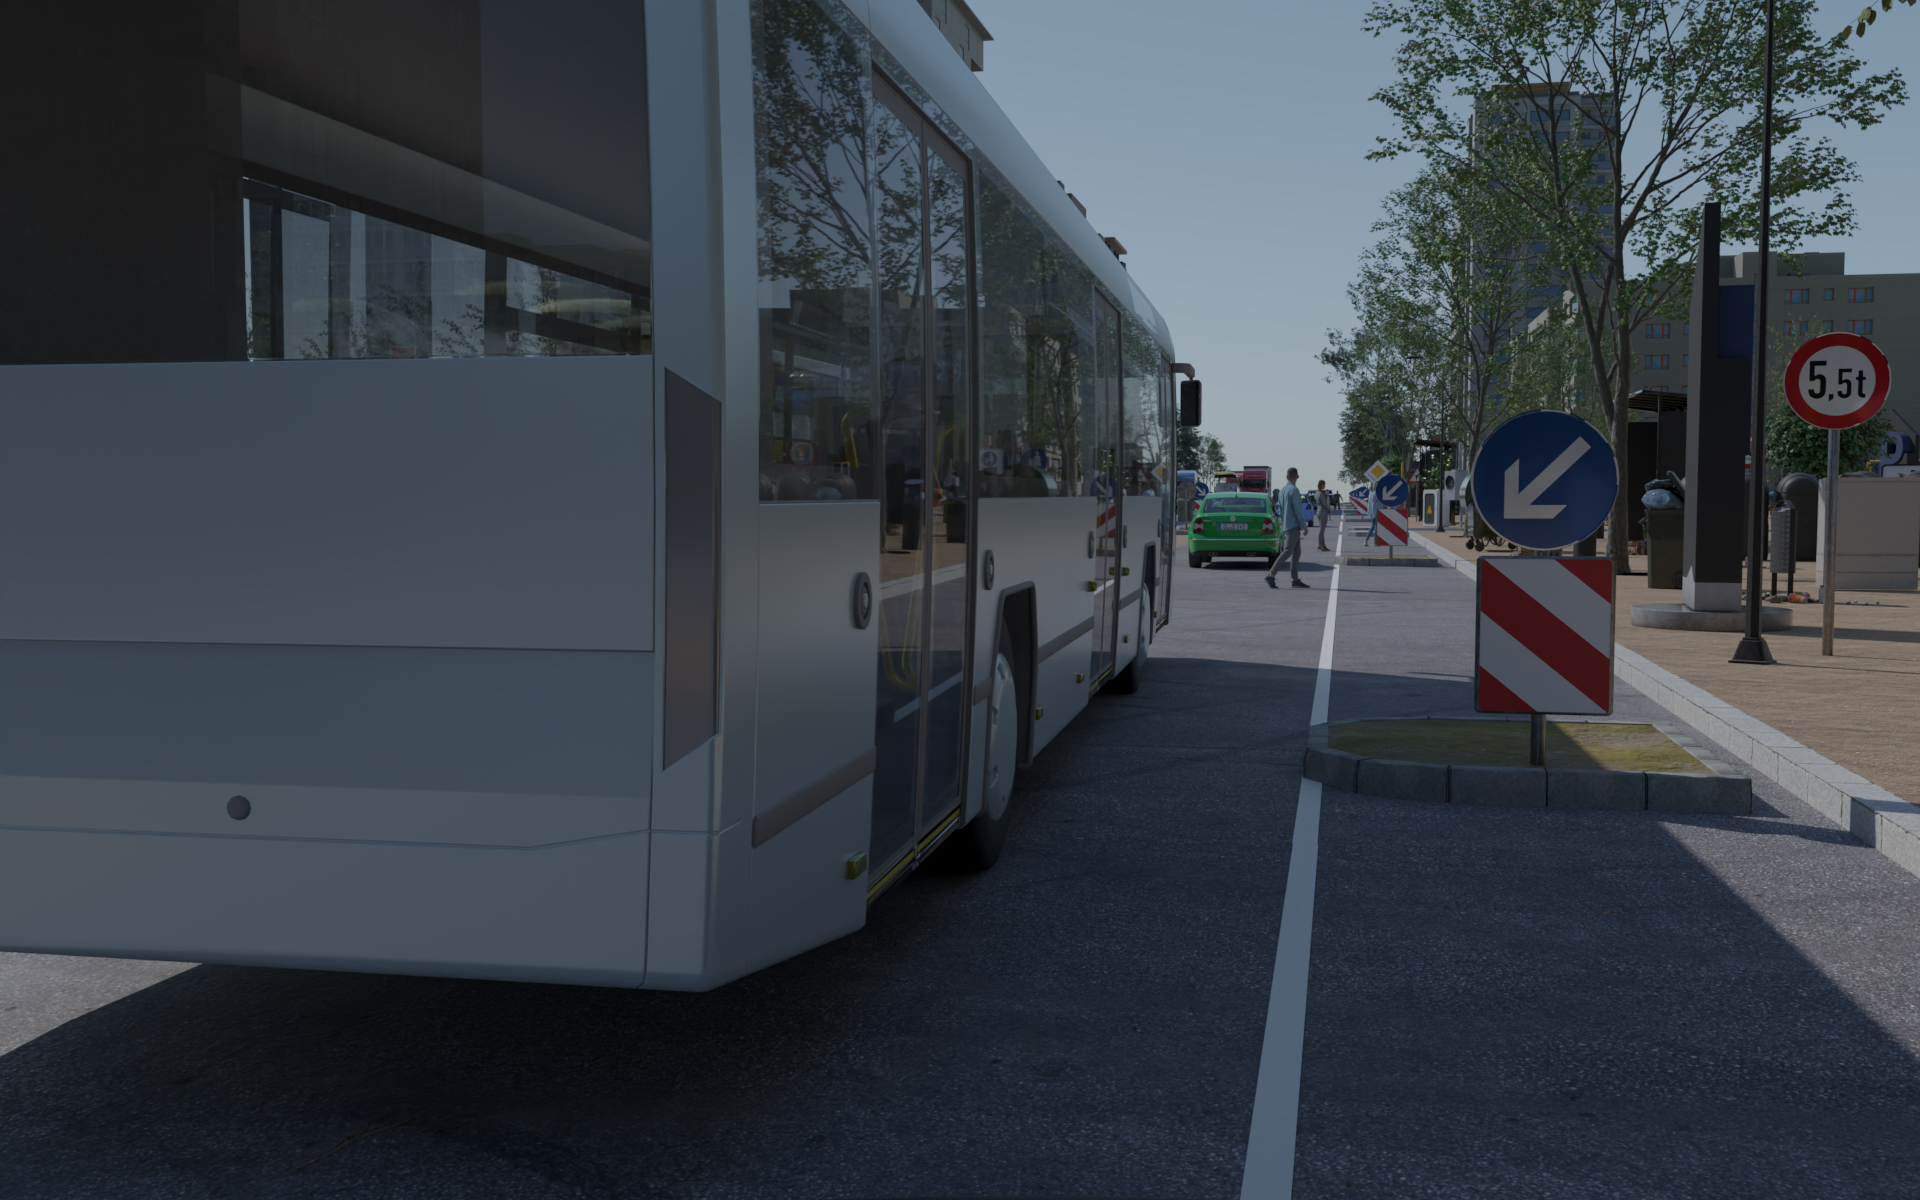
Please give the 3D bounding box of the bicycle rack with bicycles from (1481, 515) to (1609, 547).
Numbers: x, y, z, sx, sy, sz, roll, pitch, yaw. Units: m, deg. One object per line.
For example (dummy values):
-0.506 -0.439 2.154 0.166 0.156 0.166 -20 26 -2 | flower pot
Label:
13.826 -1.786 42.576 2.925 0.926 2.852 -2 4 -34 | bicycle rack with bicycles

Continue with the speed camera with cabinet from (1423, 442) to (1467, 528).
18.604 -4.412 66.475 0.660 3.252 2.038 -1 4 -20 | speed camera with cabinet

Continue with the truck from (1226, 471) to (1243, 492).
34.018 -13.647 212.037 2.839 4.237 11.283 1 4 13 | truck

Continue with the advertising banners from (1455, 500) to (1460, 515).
29.574 -6.640 104.755 0.090 3.025 2.074 -2 4 -25 | advertising banners

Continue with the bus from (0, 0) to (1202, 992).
-0.429 -0.920 9.898 2.948 3.499 13.247 1 4 11 | bus

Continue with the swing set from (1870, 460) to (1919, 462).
43.165 -4.986 79.146 3.119 2.851 2.862 3 5 43 | swing set

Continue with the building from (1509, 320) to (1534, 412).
72.900 -20.514 180.438 27.650 21.520 28.899 1 4 12 | building

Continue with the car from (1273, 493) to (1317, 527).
14.801 -4.102 76.653 1.945 1.707 3.694 1 4 12 | car

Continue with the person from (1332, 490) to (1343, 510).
33.750 -8.914 154.800 0.990 1.755 0.434 1 4 10 | person

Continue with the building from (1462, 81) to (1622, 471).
85.078 -43.571 254.391 21.231 58.520 28.212 1 4 12 | building

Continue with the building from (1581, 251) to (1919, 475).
66.642 -18.784 152.152 27.650 21.520 28.899 1 4 12 | building

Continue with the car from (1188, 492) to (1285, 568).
5.622 -1.597 34.913 1.959 1.807 4.718 1 4 12 | car

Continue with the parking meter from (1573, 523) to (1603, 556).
10.664 -1.292 29.539 0.372 1.533 0.369 0 3 0 | parking meter

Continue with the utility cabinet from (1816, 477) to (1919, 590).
12.062 -0.877 23.018 1.173 1.500 0.318 1 4 9 | utility cabinet

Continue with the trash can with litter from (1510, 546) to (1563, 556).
11.381 -1.379 33.938 1.055 1.170 0.624 -1 4 -10 | trash can with litter

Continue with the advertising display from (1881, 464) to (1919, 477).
20.251 -1.950 37.091 0.974 1.923 0.123 2 4 33 | advertising display

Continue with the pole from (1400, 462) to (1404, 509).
28.528 -7.206 111.667 0.158 3.312 0.155 0 3 0 | pole

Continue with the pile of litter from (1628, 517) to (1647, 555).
14.556 -1.377 36.479 1.719 0.858 1.176 3 4 37 | pile of litter

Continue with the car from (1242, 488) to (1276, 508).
9.350 -2.937 56.824 1.959 1.807 4.718 1 4 13 | car

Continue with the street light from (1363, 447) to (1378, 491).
40.257 -12.038 169.364 1.470 5.913 1.316 1 4 12 | street light

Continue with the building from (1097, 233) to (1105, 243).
14.188 -35.592 265.523 14.154 41.232 14.086 1 4 12 | building

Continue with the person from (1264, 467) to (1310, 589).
4.986 -1.104 26.408 0.748 1.841 0.638 0 4 -2 | person

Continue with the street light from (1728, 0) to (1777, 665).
5.498 -2.482 13.114 1.470 5.913 1.316 1 4 12 | street light

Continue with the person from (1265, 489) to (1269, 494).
22.686 -7.295 128.112 0.374 1.781 0.599 3 5 40 | person

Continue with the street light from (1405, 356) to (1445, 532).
15.621 -5.236 58.142 1.470 5.913 1.316 1 4 12 | street light

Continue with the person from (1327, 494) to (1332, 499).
34.867 -9.531 165.041 1.217 1.735 0.721 2 4 27 | person

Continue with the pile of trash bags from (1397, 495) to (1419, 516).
27.158 -5.631 101.825 3.447 1.369 1.912 3 5 42 | pile of trash bags

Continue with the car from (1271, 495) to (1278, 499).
42.768 -13.691 232.890 2.155 1.783 4.494 1 4 12 | car

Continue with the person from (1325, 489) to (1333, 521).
19.559 -5.068 92.369 0.522 1.701 0.512 3 5 40 | person

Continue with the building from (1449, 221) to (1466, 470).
90.734 -40.097 279.284 21.300 48.544 21.600 1 4 12 | building

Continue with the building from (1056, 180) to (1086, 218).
10.401 -36.799 251.777 14.600 45.320 14.200 1 4 12 | building

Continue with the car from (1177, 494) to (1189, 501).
23.352 -10.632 184.049 2.015 1.641 3.980 1 4 13 | car

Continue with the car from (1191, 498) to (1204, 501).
22.254 -8.972 159.269 1.945 1.354 3.894 1 4 11 | car

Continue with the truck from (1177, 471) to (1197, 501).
27.374 -13.095 203.857 2.967 4.110 18.799 1 4 14 | truck

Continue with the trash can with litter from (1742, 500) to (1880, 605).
9.965 -0.611 21.050 1.678 1.210 2.233 0 4 5 | trash can with litter

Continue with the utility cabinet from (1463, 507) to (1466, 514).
32.791 -6.293 114.055 1.020 1.237 0.306 0 4 -2 | utility cabinet

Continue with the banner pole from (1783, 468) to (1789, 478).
30.636 -4.500 63.596 0.863 3.779 0.401 1 4 9 | banner pole

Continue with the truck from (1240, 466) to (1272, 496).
29.839 -11.326 174.091 2.839 4.237 11.283 1 4 13 | truck

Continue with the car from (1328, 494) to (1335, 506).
41.859 -11.440 196.826 2.009 1.686 4.222 1 4 13 | car

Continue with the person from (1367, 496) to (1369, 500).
69.137 -17.591 293.657 1.348 1.823 0.705 2 4 31 | person

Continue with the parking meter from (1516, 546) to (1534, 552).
11.844 -1.861 36.135 0.399 1.863 0.255 -1 4 -22 | parking meter

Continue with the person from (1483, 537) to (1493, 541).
14.619 -2.567 47.877 0.748 1.841 0.638 -2 4 -30 | person

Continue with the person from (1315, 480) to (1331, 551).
9.138 -2.112 43.309 0.573 1.790 0.520 -1 4 -22 | person

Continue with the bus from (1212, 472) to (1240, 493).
29.936 -12.387 194.071 2.896 3.916 12.252 1 4 11 | bus

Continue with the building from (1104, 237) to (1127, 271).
15.686 -38.710 287.534 22.147 44.769 28.867 1 4 12 | building

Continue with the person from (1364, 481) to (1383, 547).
11.307 -2.353 47.232 0.793 1.790 0.793 3 5 42 | person

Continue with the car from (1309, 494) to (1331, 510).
28.686 -7.895 138.872 2.009 1.686 4.222 1 4 13 | car

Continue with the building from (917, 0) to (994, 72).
-12.895 -36.028 178.303 28.713 52.752 27.495 1 4 12 | building
